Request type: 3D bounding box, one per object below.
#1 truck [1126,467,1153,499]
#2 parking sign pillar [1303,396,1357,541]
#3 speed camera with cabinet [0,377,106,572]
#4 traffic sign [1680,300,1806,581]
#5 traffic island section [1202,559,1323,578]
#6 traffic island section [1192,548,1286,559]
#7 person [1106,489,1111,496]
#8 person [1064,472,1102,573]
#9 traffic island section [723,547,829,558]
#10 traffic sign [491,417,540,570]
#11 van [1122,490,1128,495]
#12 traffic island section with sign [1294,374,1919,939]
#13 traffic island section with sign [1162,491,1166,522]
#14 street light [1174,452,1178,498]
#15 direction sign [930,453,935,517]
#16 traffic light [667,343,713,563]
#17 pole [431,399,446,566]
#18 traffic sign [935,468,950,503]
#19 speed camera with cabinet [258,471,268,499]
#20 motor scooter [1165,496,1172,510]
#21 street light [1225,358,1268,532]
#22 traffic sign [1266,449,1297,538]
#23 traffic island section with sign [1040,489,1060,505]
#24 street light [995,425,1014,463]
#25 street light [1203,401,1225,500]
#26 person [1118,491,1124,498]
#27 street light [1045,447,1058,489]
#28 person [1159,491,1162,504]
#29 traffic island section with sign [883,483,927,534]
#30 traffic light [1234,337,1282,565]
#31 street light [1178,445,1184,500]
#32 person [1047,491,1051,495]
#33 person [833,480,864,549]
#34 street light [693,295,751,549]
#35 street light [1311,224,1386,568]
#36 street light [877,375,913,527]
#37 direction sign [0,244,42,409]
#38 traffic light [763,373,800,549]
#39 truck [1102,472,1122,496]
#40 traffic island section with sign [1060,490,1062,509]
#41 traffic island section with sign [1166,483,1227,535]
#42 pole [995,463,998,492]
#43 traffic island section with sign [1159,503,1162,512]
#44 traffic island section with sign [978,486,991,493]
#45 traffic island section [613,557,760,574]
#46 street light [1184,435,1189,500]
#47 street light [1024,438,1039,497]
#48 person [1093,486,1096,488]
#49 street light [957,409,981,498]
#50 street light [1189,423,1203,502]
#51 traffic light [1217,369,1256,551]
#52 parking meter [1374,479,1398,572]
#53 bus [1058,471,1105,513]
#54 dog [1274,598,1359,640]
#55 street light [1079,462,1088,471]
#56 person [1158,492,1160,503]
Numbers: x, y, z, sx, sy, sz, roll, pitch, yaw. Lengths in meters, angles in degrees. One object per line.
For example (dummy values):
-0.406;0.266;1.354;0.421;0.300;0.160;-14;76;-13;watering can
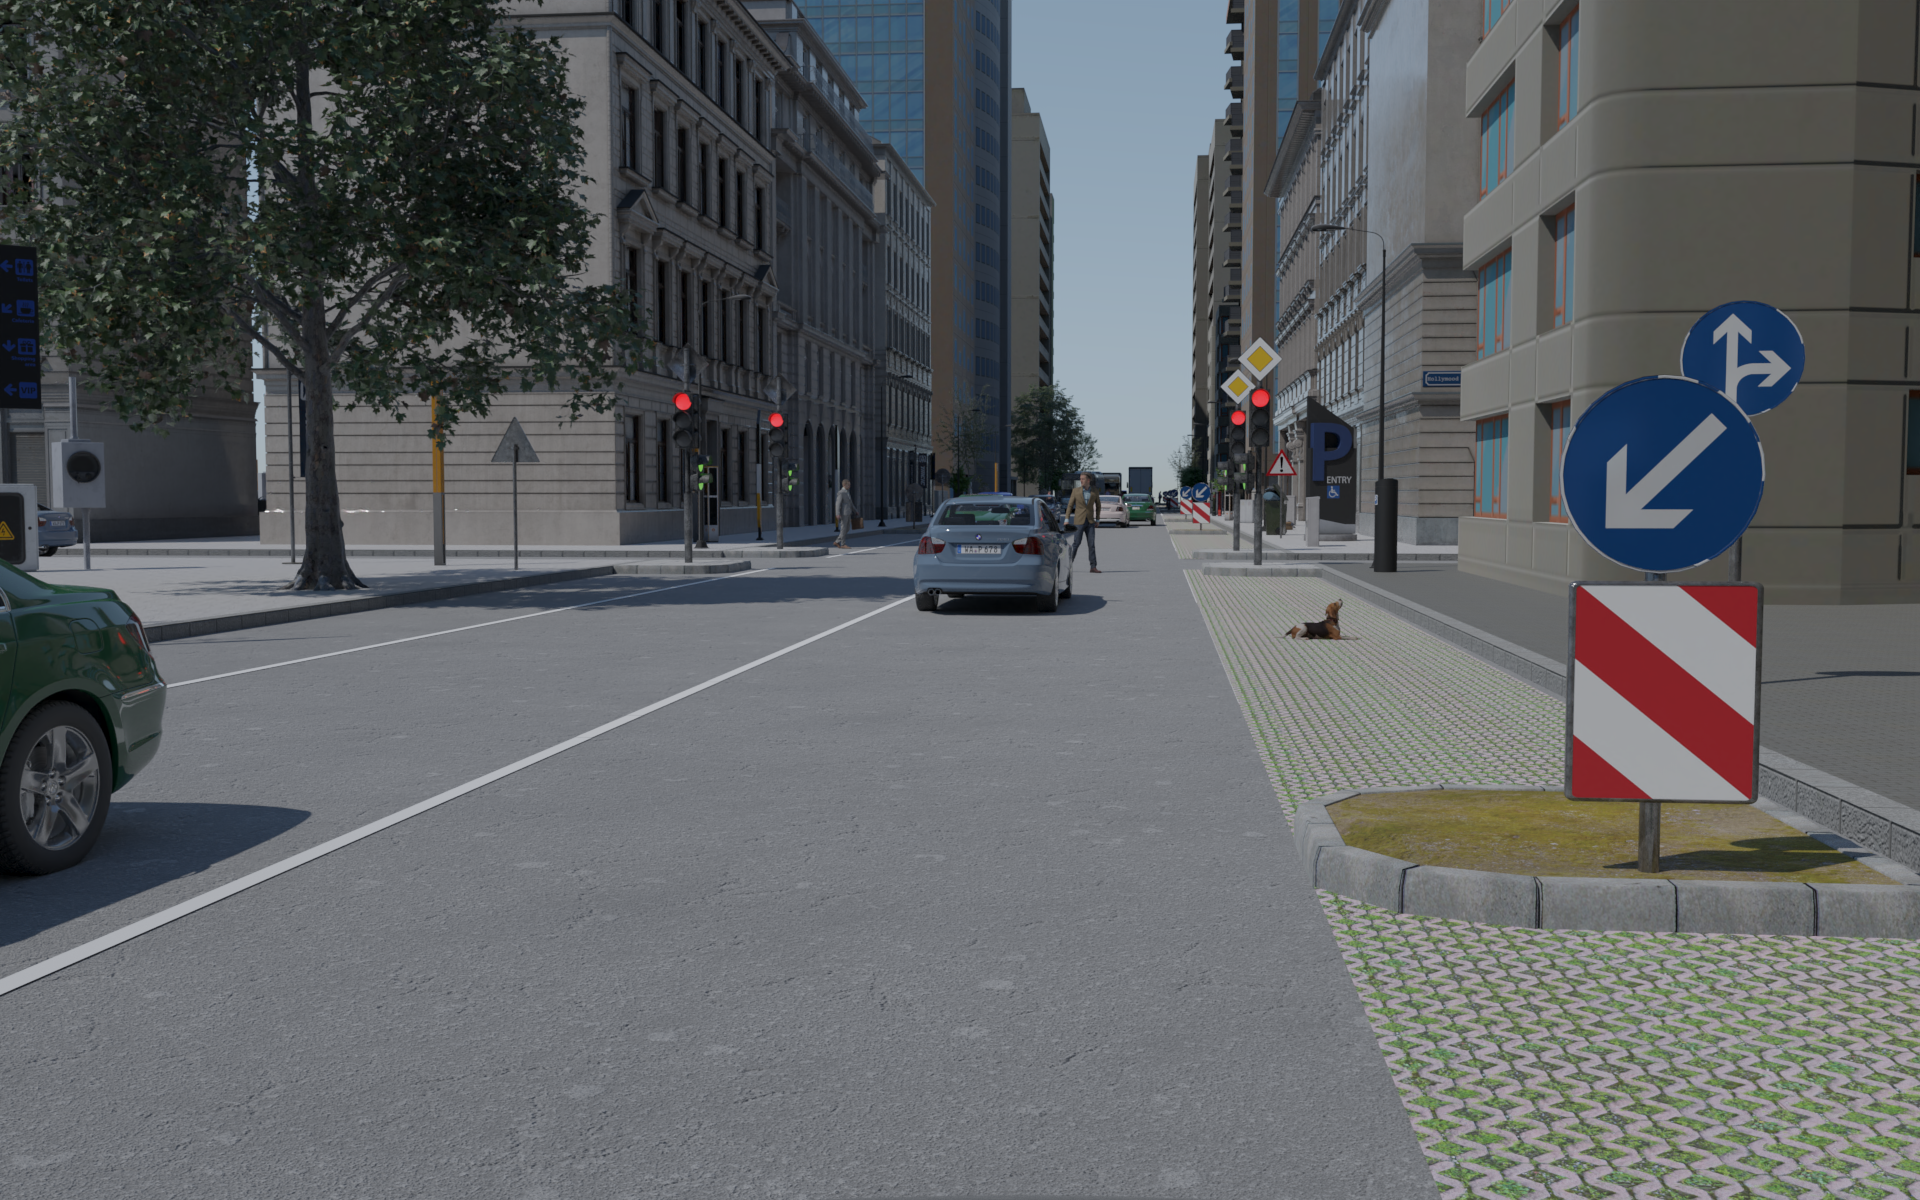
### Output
19.005;-11.860;182.822;2.839;4.237;11.283;0;4;5;truck
10.173;-3.608;47.467;1.447;3.967;1.447;0;4;-5;parking sign pillar
-15.359;-2.104;28.733;2.038;3.252;0.660;-3;5;-43;speed camera with cabinet
5.166;-0.698;11.511;0.768;2.556;0.104;1;4;13;traffic sign
5.386;-0.546;31.204;2.009;0.180;2.903;0;4;6;traffic island section
6.269;-1.031;39.140;2.009;0.180;2.903;0;4;6;traffic island section
10.924;-7.213;126.296;0.599;1.838;0.709;3;5;40;person
2.226;-1.416;31.558;0.656;1.842;0.836;-3;5;-40;person
-4.207;-1.102;40.306;2.009;0.180;2.903;0;4;6;traffic island section
-7.487;-1.782;29.147;0.884;2.594;0.081;1;4;12;traffic sign
24.757;-15.956;265.262;2.240;2.365;5.245;0;4;7;van
2.319;0.126;6.567;1.989;1.847;2.006;0;4;6;traffic island section with sign
11.467;-4.899;88.726;1.989;1.847;2.006;0;4;6;traffic island section with sign
24.475;-13.279;189.644;1.470;5.913;1.316;0;4;6;street light
-1.496;-6.315;95.249;0.379;3.537;0.876;-1;4;-17;direction sign
-5.052;-2.649;32.231;0.839;4.253;0.868;0;4;6;traffic light
-9.336;-2.273;31.004;0.158;3.312;0.155;0;3;0;pole
-0.862;-5.239;85.765;0.768;2.556;0.104;1;4;13;traffic sign
-27.810;-4.714;71.402;2.038;3.252;0.660;-3;4;-38;speed camera with cabinet
17.967;-8.327;148.930;0.815;1.314;1.986;1;4;8;motor scooter
9.921;-5.303;59.243;1.470;5.913;1.316;0;4;6;street light
9.279;-3.058;50.008;0.884;2.594;0.081;1;4;12;traffic sign
6.796;-7.979;139.088;1.989;1.847;2.006;0;4;6;traffic island section with sign
2.926;-8.793;116.299;1.470;5.913;1.316;0;4;6;street light
13.030;-6.971;86.518;1.470;5.913;1.316;0;4;6;street light
14.569;-8.978;156.010;1.217;1.743;0.721;0;4;-1;person
9.004;-12.183;171.730;1.470;5.913;1.316;0;4;6;street light
27.787;-14.138;239.530;0.599;1.838;0.709;2;4;31;person
-1.669;-3.327;63.022;1.989;1.847;2.006;0;4;6;traffic island section with sign
5.347;-2.579;31.094;0.839;4.253;0.868;0;4;6;traffic light
21.516;-11.625;162.605;1.470;5.913;1.316;0;4;6;street light
6.190;-6.674;119.091;0.593;1.643;0.415;2;4;34;person
-2.984;-2.248;45.378;0.853;1.813;0.709;1;4;19;person
-5.557;-4.161;40.575;1.470;5.913;1.316;0;4;6;street light
6.735;-3.508;29.898;1.470;5.913;1.316;0;4;6;street light
-2.526;-5.822;67.737;1.470;5.913;1.316;0;4;6;street light
-8.807;-1.450;15.704;0.876;3.537;0.379;-3;4;-38;direction sign
-4.169;-3.134;40.167;0.839;4.253;0.868;0;4;6;traffic light
19.871;-14.568;227.103;2.839;4.237;11.283;0;4;7;truck
9.841;-9.659;166.547;1.989;1.847;2.006;0;4;6;traffic island section with sign
8.440;-3.235;61.524;1.989;1.847;2.006;0;4;6;traffic island section with sign
2.406;-7.330;113.695;0.158;3.312;0.155;0;3;0;pole
16.897;-7.885;137.544;1.989;1.847;2.006;0;4;6;traffic island section with sign
1.302;-4.965;89.814;1.989;1.847;2.006;0;4;6;traffic island section with sign
-5.090;-0.617;32.370;2.009;0.180;2.903;0;4;6;traffic island section
18.399;-9.938;135.035;1.470;5.913;1.316;0;4;6;street light
5.906;-10.519;144.529;1.470;5.913;1.316;0;4;6;street light
6.359;-4.439;81.165;0.778;1.811;0.616;2;4;30;person
0.450;-7.476;94.775;1.470;5.913;1.316;0;4;6;street light
15.962;-8.625;113.561;1.470;5.913;1.316;0;4;6;street light
6.230;-3.065;39.030;0.839;4.253;0.868;0;4;6;traffic light
7.002;-1.227;28.466;0.372;1.533;0.369;0;3;0;parking meter
9.611;-8.556;134.757;2.948;3.499;13.247;0;4;8;bus
3.507;0.192;17.059;0.550;0.427;0.748;-3;5;-40;dog
17.998;-17.164;253.174;1.470;5.913;1.316;0;4;6;street light
30.665;-15.736;266.590;0.445;1.727;0.742;0;4;8;person
